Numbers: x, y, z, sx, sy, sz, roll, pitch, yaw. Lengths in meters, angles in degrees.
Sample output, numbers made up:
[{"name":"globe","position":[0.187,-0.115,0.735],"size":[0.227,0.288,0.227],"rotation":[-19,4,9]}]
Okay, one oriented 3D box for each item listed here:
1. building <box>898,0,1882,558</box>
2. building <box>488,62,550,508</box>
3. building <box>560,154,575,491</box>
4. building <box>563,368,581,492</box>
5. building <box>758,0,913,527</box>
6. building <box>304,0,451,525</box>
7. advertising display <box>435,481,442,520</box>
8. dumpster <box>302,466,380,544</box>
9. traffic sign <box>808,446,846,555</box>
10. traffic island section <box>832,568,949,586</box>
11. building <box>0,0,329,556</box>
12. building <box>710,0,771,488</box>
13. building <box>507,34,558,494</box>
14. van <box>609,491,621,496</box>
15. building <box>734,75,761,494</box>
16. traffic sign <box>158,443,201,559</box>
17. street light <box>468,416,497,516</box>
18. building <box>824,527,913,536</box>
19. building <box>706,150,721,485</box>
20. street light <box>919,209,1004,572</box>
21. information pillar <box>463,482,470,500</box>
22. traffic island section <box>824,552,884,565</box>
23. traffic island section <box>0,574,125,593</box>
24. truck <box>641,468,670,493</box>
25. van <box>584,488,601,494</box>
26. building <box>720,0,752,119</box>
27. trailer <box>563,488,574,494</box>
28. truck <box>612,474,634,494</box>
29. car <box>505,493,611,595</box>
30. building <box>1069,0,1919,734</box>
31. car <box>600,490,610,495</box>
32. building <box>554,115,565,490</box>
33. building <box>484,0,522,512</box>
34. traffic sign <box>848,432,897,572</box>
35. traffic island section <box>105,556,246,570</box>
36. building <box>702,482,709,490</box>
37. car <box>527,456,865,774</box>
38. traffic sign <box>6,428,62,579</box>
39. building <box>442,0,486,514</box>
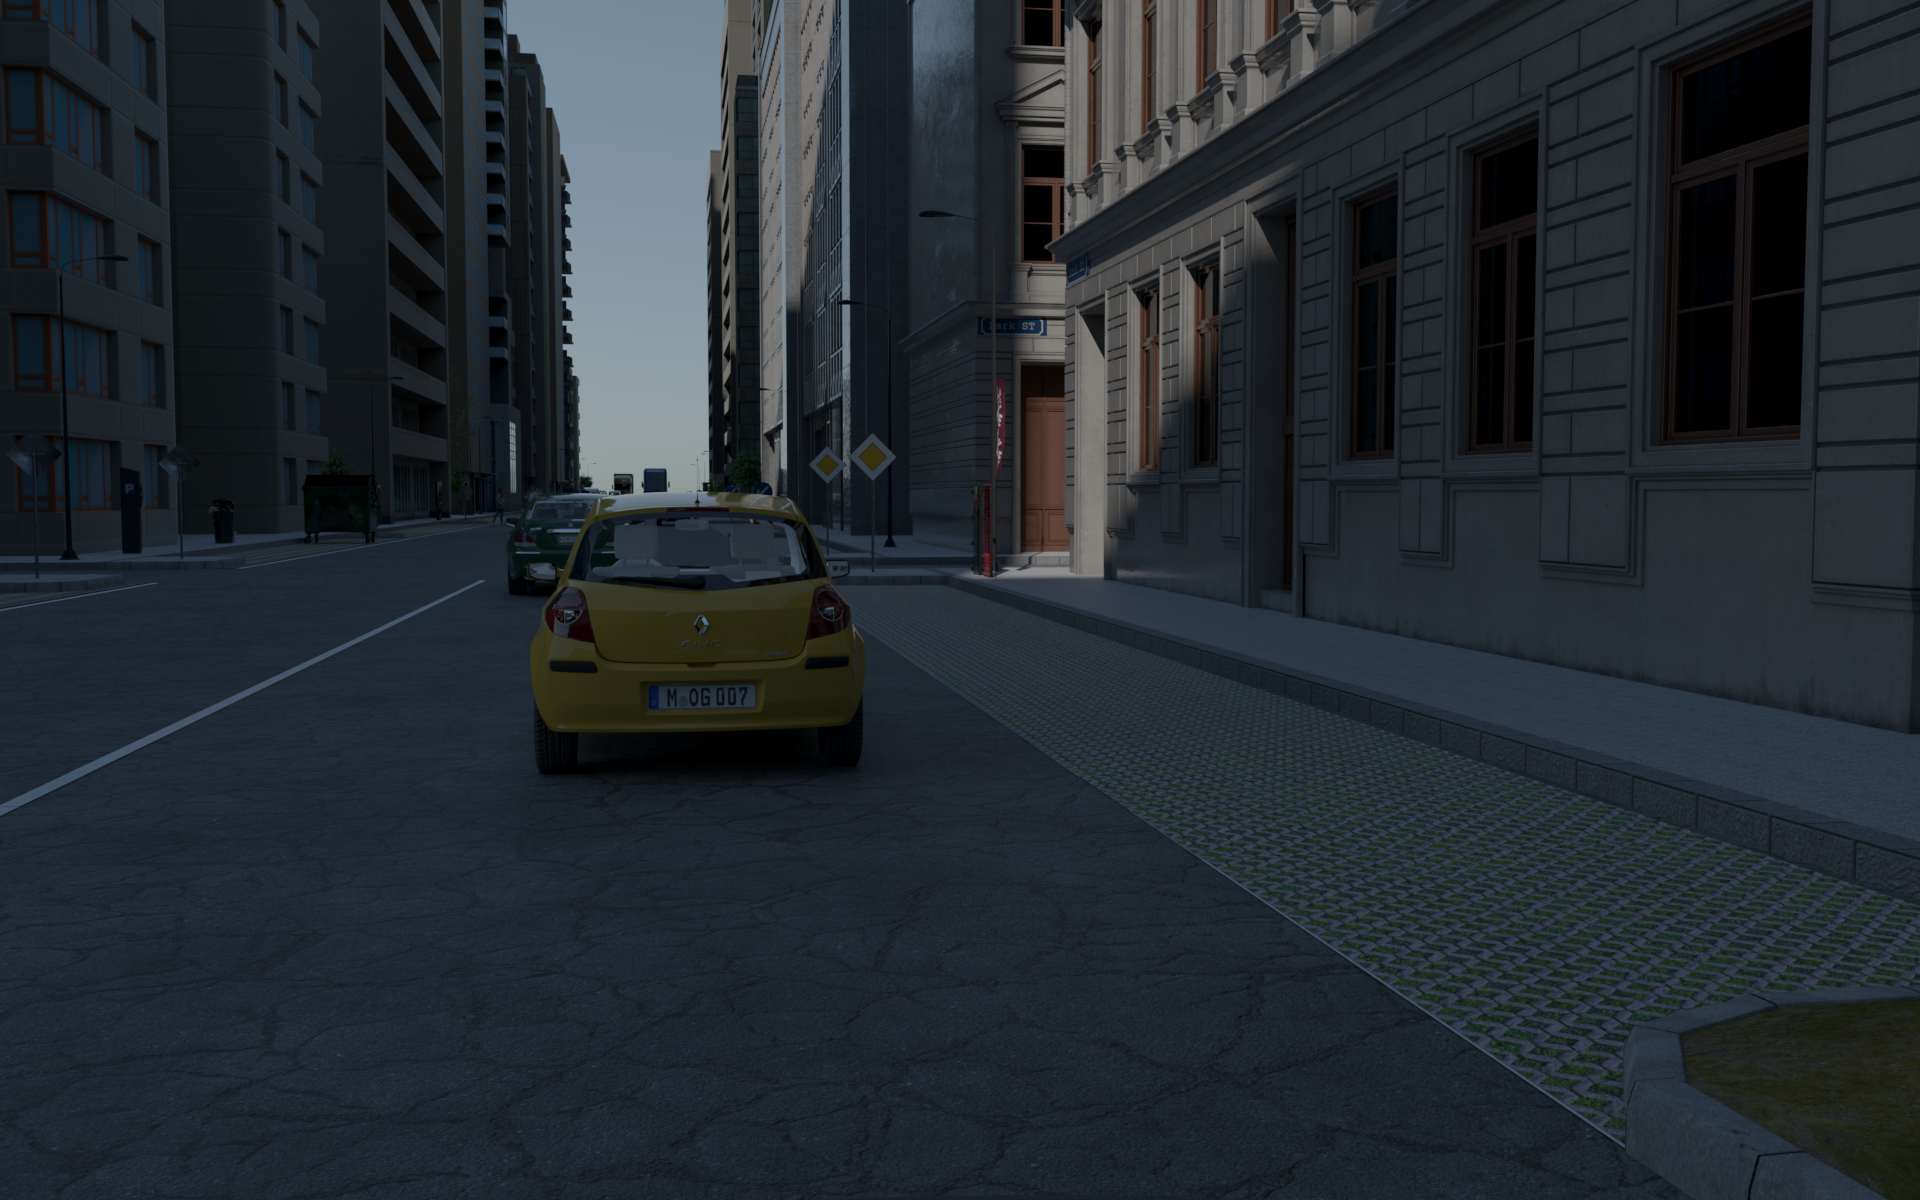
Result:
[{"name":"building","position":[9.156,-12.634,42.720],"size":[21.152,22.565,11.583],"rotation":[-1,4,-10]},{"name":"building","position":[-45.564,-29.069,158.867],"size":[14.154,41.232,14.086],"rotation":[-1,4,-10]},{"name":"building","position":[-59.981,-34.350,216.251],"size":[22.147,44.769,28.867],"rotation":[-1,4,-10]},{"name":"building","position":[-68.504,-24.448,244.756],"size":[27.650,21.520,28.899],"rotation":[-1,4,-10]},{"name":"building","position":[-3.111,-16.257,83.825],"size":[12.078,24.808,19.932],"rotation":[-1,4,-10]},{"name":"building","position":[-36.140,-27.891,79.725],"size":[21.300,48.544,21.600],"rotation":[-1,4,-10]},{"name":"advertising display","position":[-25.482,-4.860,84.671],"size":[0.123,1.923,0.974],"rotation":[0,4,-4]},{"name":"dumpster","position":[-17.887,-2.758,50.038],"size":[1.985,2.255,1.502],"rotation":[-1,4,-8]},{"name":"traffic sign","position":[-2.770,-1.991,36.202],"size":[0.795,2.450,0.064],"rotation":[-1,4,-10]},{"name":"traffic island section","position":[-1.407,-0.375,28.411],"size":[2.009,0.180,2.903],"rotation":[-1,4,-10]},{"name":"building","position":[-34.607,-12.361,47.146],"size":[27.650,21.520,28.899],"rotation":[-1,4,-10]},{"name":"building","position":[-20.258,-47.339,212.250],"size":[20.563,71.187,20.611],"rotation":[-1,4,-10]},{"name":"building","position":[-48.545,-31.954,172.556],"size":[14.600,45.320,14.200],"rotation":[-1,4,-10]},{"name":"van","position":[-42.519,-12.599,212.999],"size":[2.013,2.044,4.112],"rotation":[-1,4,-8]},{"name":"building","position":[-9.112,-21.552,124.084],"size":[14.160,30.474,14.107],"rotation":[-1,4,-10]},{"name":"traffic sign","position":[-15.337,-1.862,34.088],"size":[0.795,2.450,0.064],"rotation":[-1,4,-10]},{"name":"street light","position":[-28.591,-7.988,103.139],"size":[1.470,5.913,1.316],"rotation":[-1,4,-10]},{"name":"building","position":[0.894,-15.003,63.329],"size":[12.078,24.808,19.932],"rotation":[-1,4,-10]},{"name":"building","position":[-23.055,-37.317,233.835],"size":[21.300,48.544,21.600],"rotation":[-1,4,-10]},{"name":"street light","position":[0.018,-3.424,28.527],"size":[1.470,5.913,1.316],"rotation":[-1,4,-10]},{"name":"information pillar","position":[-29.729,-6.111,104.400],"size":[0.304,2.012,0.304],"rotation":[0,4,-3]},{"name":"traffic island section","position":[-2.748,-0.856,36.283],"size":[2.009,0.180,2.903],"rotation":[-1,4,-10]},{"name":"traffic island section","position":[-14.017,-0.244,26.274],"size":[2.009,0.180,2.903],"rotation":[-1,4,-10]},{"name":"truck","position":[-30.720,-11.300,174.509],"size":[2.967,4.110,18.799],"rotation":[-1,4,-10]},{"name":"van","position":[-24.089,-6.448,112.435],"size":[2.013,2.044,4.112],"rotation":[-1,4,-10]},{"name":"building","position":[-11.209,-32.934,162.170],"size":[21.300,48.544,21.600],"rotation":[-1,4,-10]},{"name":"trailer","position":[-37.528,-9.727,166.084],"size":[1.471,1.999,3.904],"rotation":[-1,4,-10]},{"name":"truck","position":[-46.474,-15.310,239.231],"size":[2.839,4.237,11.283],"rotation":[-1,4,-9]},{"name":"car","position":[-5.835,-0.884,26.253],"size":[2.131,1.459,4.920],"rotation":[-1,4,-11]},{"name":"building","position":[8.311,-11.181,18.966],"size":[11.583,22.565,21.152],"rotation":[-1,4,-10]},{"name":"car","position":[-34.870,-9.688,167.065],"size":[2.281,1.827,5.304],"rotation":[-1,4,-11]},{"name":"building","position":[-52.397,-33.371,195.719],"size":[14.600,45.320,14.200],"rotation":[-1,4,-10]},{"name":"building","position":[-45.778,-50.272,134.625],"size":[22.319,86.520,31.000],"rotation":[-1,4,-10]},{"name":"traffic sign","position":[-1.428,-1.510,28.330],"size":[0.795,2.450,0.064],"rotation":[-1,4,-10]},{"name":"traffic island section","position":[-15.359,-0.726,34.146],"size":[2.009,0.180,2.903],"rotation":[-1,4,-10]},{"name":"building","position":[-22.289,-34.652,258.440],"size":[32.217,40.220,23.993],"rotation":[-1,4,-10]},{"name":"car","position":[-1.601,-0.011,10.400],"size":[2.015,1.641,3.980],"rotation":[-1,4,-10]},{"name":"traffic sign","position":[-13.996,-1.381,26.216],"size":[0.795,2.450,0.064],"rotation":[-1,4,-10]},{"name":"building","position":[-38.963,-28.366,113.901],"size":[14.600,45.320,14.200],"rotation":[-1,4,-10]}]
